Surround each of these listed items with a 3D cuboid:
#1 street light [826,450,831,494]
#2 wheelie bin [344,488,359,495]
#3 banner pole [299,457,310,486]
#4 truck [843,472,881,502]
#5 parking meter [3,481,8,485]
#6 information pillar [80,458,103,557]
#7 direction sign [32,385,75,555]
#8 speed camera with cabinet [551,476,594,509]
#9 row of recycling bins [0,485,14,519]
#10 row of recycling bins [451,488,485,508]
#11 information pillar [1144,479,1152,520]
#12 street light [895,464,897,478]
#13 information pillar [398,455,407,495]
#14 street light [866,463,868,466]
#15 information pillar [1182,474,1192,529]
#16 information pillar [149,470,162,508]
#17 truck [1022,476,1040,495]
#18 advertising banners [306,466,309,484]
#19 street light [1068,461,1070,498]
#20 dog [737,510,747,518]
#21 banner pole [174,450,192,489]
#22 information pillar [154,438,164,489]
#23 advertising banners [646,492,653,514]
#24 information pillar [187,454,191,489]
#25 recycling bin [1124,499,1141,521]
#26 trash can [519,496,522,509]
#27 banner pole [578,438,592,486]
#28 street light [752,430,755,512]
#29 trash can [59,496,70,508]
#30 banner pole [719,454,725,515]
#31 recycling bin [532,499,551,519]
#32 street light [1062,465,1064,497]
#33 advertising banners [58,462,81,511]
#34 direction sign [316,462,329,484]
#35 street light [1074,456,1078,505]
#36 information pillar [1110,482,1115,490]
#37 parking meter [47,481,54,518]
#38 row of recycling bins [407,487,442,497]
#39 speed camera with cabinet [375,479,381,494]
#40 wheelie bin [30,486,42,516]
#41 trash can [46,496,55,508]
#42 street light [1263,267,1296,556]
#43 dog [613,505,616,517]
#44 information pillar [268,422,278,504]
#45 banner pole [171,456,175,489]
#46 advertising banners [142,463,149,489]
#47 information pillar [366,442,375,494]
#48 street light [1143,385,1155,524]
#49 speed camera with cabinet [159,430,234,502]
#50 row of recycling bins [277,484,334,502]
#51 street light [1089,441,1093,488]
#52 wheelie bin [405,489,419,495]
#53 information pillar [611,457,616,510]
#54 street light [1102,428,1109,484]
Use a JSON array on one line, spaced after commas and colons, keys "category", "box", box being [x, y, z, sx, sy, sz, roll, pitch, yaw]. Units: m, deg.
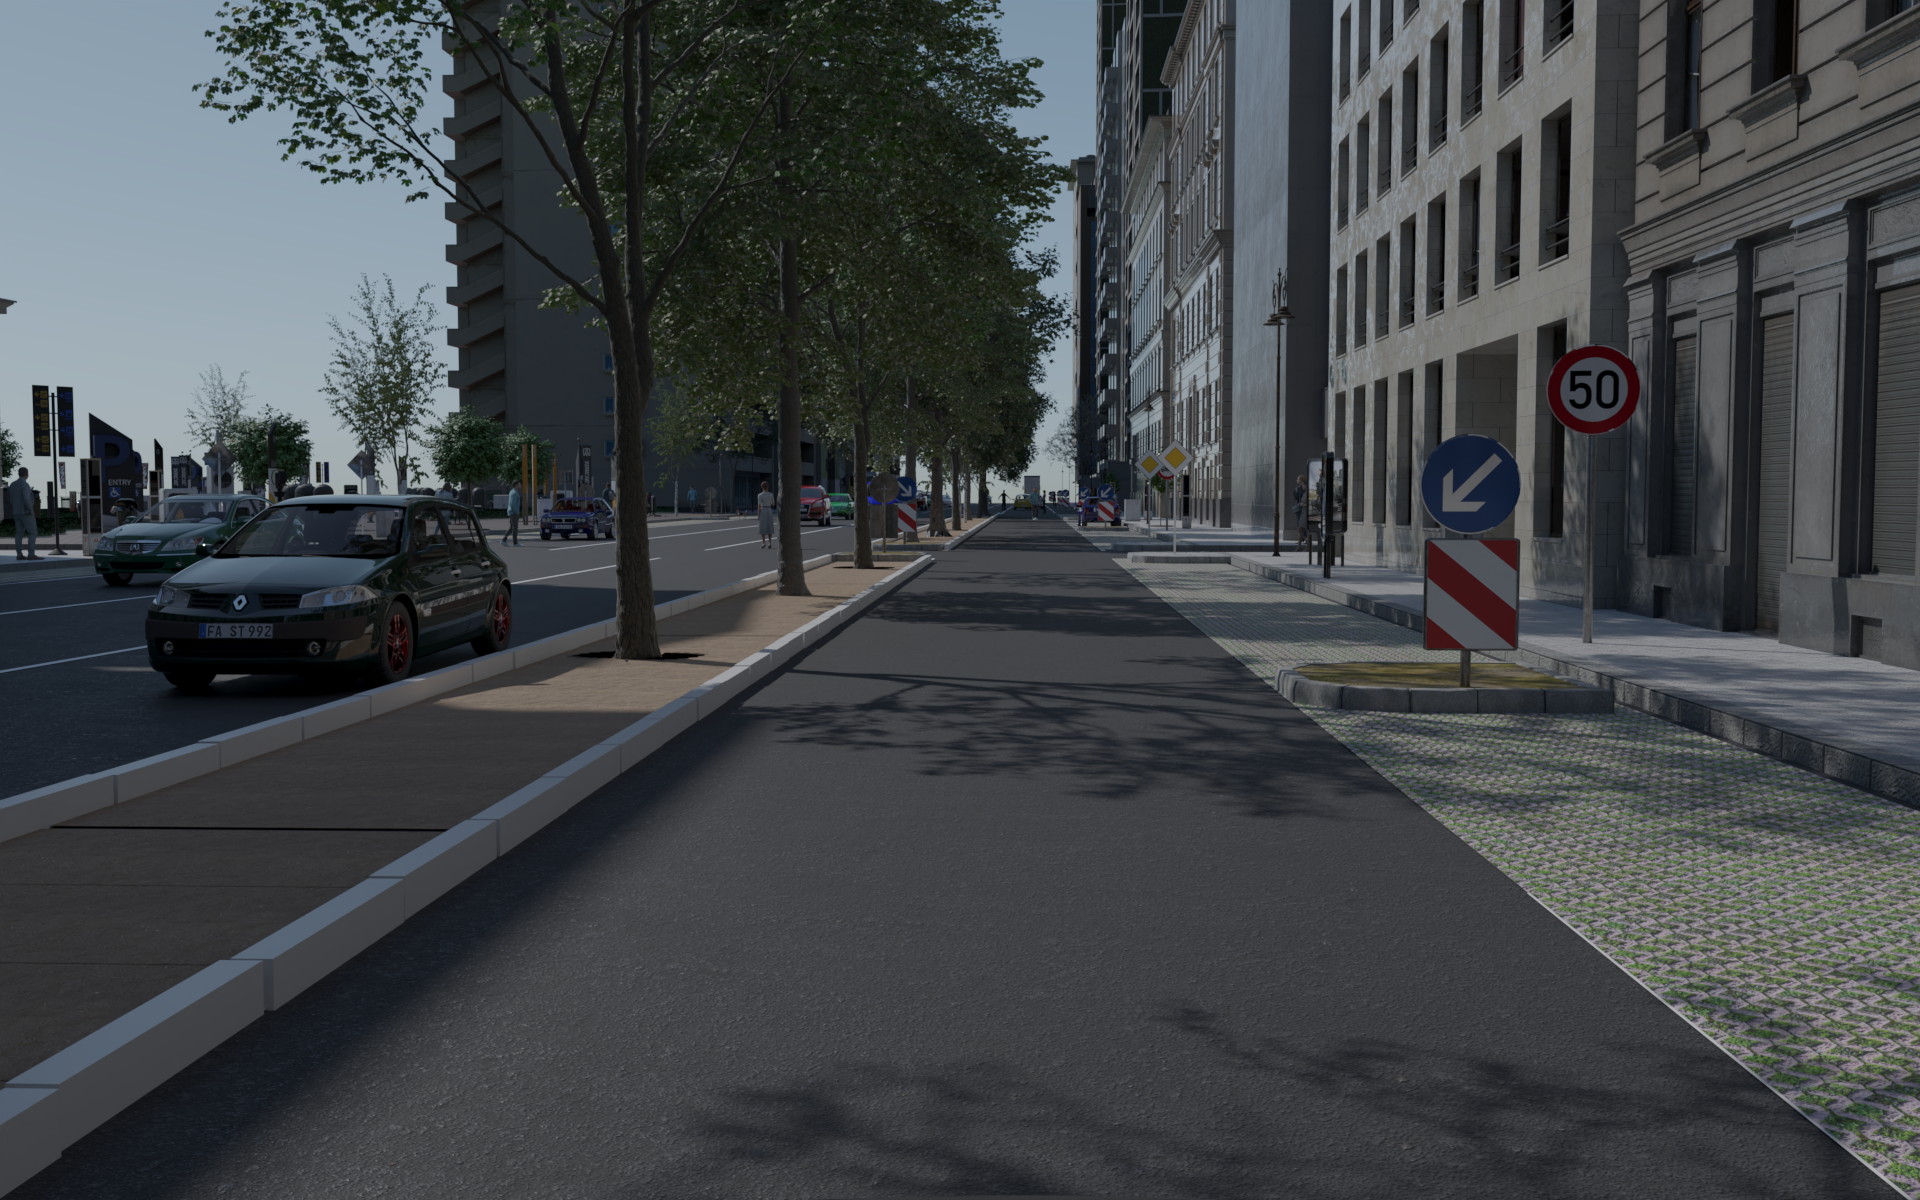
[{"category": "street light", "box": [-12.714, -11.995, 168.913, 0.468, 5.910, 1.993, 0, 4, 2]}, {"category": "wheelie bin", "box": [-32.221, -5.129, 91.765, 0.980, 1.594, 0.693, -2, 4, -34]}, {"category": "banner pole", "box": [-32.165, -5.818, 85.138, 0.863, 3.779, 0.401, 1, 4, 21]}, {"category": "truck", "box": [-8.088, -9.534, 151.806, 3.469, 3.379, 9.791, 0, 4, 3]}, {"category": "parking meter", "box": [-44.230, -4.549, 80.088, 0.255, 1.863, 0.399, 2, 4, 25]}, {"category": "information pillar", "box": [-17.881, -1.907, 35.670, 0.304, 2.012, 0.304, 3, 5, 39]}, {"category": "direction sign", "box": [-18.952, -2.708, 36.280, 0.379, 3.537, 0.876, 2, 4, 31]}, {"category": "speed camera with cabinet", "box": [-19.379, -5.636, 86.488, 2.038, 3.252, 0.660, 0, 4, 3]}, {"category": "row of recycling bins", "box": [-44.152, -4.296, 77.344, 3.534, 1.692, 1.069, -1, 4, -14]}, {"category": "row of recycling bins", "box": [-31.976, -6.327, 110.562, 3.534, 1.692, 1.069, 1, 4, 13]}, {"category": "information pillar", "box": [9.156, -4.881, 84.292, 0.304, 2.012, 0.304, 2, 4, 35]}, {"category": "street light", "box": [-9.369, -17.049, 251.539, 0.468, 5.910, 1.993, 0, 4, 2]}, {"category": "information pillar", "box": [-33.197, -6.840, 103.188, 0.504, 3.616, 0.183, -1, 4, -23]}, {"category": "street light", "box": [-11.254, -14.275, 206.177, 0.468, 5.910, 1.993, 0, 4, 2]}, {"category": "information pillar", "box": [8.398, -3.645, 64.092, 0.304, 2.012, 0.304, 1, 4, 18]}, {"category": "information pillar", "box": [-25.002, -3.020, 53.861, 0.304, 2.012, 0.304, -1, 4, -9]}, {"category": "truck", "box": [11.051, -17.008, 266.987, 2.839, 4.237, 11.283, 0, 4, 2]}, {"category": "advertising banners", "box": [-33.461, -5.538, 86.726, 2.074, 3.025, 0.090, 1, 4, 13]}, {"category": "street light", "box": [14.729, -15.940, 233.410, 0.468, 5.910, 1.993, 0, 4, 2]}, {"category": "dog", "box": [-12.873, -5.071, 102.195, 0.540, 0.507, 0.406, -2, 4, -26]}, {"category": "banner pole", "box": [-43.651, -6.591, 97.779, 0.863, 3.779, 0.401, -3, 5, -39]}, {"category": "information pillar", "box": [-33.786, -4.999, 73.081, 0.183, 3.616, 0.504, 1, 4, 12]}, {"category": "advertising banners", "box": [-20.505, -6.935, 109.570, 2.074, 3.025, 0.090, -1, 4, -18]}, {"category": "information pillar", "box": [-44.292, -6.601, 99.279, 0.504, 3.616, 0.183, -2, 4, -35]}, {"category": "recycling bin", "box": [8.126, -4.222, 81.585, 0.722, 1.027, 0.722, 0, 4, 2]}, {"category": "trash can", "box": [-26.403, -5.608, 103.336, 0.748, 1.137, 0.748, 0, 3, 0]}, {"category": "banner pole", "box": [-16.893, -5.371, 77.828, 0.863, 3.779, 0.401, -3, 5, -44]}, {"category": "street light", "box": [-14.702, -9.168, 122.681, 0.468, 5.910, 1.993, 0, 4, 2]}, {"category": "trash can", "box": [-54.947, -5.801, 106.502, 0.748, 1.137, 0.748, 0, 3, 0]}, {"category": "banner pole", "box": [-14.950, -7.229, 108.207, 0.401, 3.779, 0.863, 0, 4, 4]}, {"category": "recycling bin", "box": [-21.251, -4.616, 88.031, 0.722, 1.027, 0.722, -3, 5, -41]}, {"category": "street light", "box": [16.505, -18.715, 278.775, 0.468, 5.910, 1.993, 0, 4, 2]}, {"category": "advertising banners", "box": [-47.646, -5.924, 93.046, 2.074, 3.025, 0.090, 1, 4, 22]}, {"category": "direction sign", "box": [-44.638, -7.911, 121.344, 0.876, 3.537, 0.379, -1, 4, -17]}, {"category": "street light", "box": [13.071, -13.630, 195.637, 0.468, 5.910, 1.993, 0, 4, 2]}, {"category": "information pillar", "box": [9.399, -6.248, 106.652, 0.304, 2.012, 0.304, 0, 4, -1]}, {"category": "parking meter", "box": [-41.356, -4.468, 78.768, 0.255, 1.863, 0.399, -2, 4, -27]}, {"category": "row of recycling bins", "box": [-33.260, -6.072, 106.392, 1.069, 1.692, 3.534, -3, 5, -43]}, {"category": "speed camera with cabinet", "box": [-36.283, -6.920, 107.470, 0.660, 3.252, 2.038, -1, 4, -22]}, {"category": "wheelie bin", "box": [-38.551, -3.917, 71.946, 0.693, 1.594, 0.980, -3, 5, -40]}, {"category": "trash can", "box": [-62.518, -6.581, 119.248, 0.748, 1.137, 0.748, 0, 3, 0]}, {"category": "street light", "box": [6.521, -3.836, 35.514, 0.468, 5.910, 1.993, 0, 4, 2]}, {"category": "dog", "box": [-16.542, -4.149, 82.213, 0.800, 0.831, 0.513, 0, 4, -3]}, {"category": "information pillar", "box": [-22.281, -3.964, 56.169, 0.183, 3.616, 0.504, 0, 4, 0]}, {"category": "banner pole", "box": [-45.564, -6.789, 101.024, 0.863, 3.779, 0.401, -1, 4, -18]}, {"category": "advertising banners", "box": [-46.115, -6.156, 96.838, 2.074, 3.025, 0.090, 1, 4, 22]}, {"category": "information pillar", "box": [-26.301, -5.259, 77.343, 0.504, 3.616, 0.183, 3, 4, 36]}, {"category": "street light", "box": [7.970, -6.146, 73.278, 0.468, 5.910, 1.993, 0, 4, 2]}, {"category": "speed camera with cabinet", "box": [-23.270, -3.576, 52.807, 2.038, 3.252, 0.660, -3, 4, -38]}, {"category": "row of recycling bins", "box": [-26.941, -3.900, 70.883, 3.534, 1.692, 1.069, 2, 4, 32]}, {"category": "street light", "box": [11.342, -10.821, 149.716, 0.468, 5.910, 1.993, 0, 4, 2]}, {"category": "wheelie bin", "box": [-31.997, -5.700, 101.098, 0.980, 1.594, 0.693, 1, 4, 13]}, {"category": "information pillar", "box": [-22.118, -7.297, 110.663, 0.183, 3.616, 0.504, -3, 5, -43]}, {"category": "street light", "box": [9.995, -8.966, 119.383, 0.468, 5.910, 1.993, 0, 4, 2]}]
